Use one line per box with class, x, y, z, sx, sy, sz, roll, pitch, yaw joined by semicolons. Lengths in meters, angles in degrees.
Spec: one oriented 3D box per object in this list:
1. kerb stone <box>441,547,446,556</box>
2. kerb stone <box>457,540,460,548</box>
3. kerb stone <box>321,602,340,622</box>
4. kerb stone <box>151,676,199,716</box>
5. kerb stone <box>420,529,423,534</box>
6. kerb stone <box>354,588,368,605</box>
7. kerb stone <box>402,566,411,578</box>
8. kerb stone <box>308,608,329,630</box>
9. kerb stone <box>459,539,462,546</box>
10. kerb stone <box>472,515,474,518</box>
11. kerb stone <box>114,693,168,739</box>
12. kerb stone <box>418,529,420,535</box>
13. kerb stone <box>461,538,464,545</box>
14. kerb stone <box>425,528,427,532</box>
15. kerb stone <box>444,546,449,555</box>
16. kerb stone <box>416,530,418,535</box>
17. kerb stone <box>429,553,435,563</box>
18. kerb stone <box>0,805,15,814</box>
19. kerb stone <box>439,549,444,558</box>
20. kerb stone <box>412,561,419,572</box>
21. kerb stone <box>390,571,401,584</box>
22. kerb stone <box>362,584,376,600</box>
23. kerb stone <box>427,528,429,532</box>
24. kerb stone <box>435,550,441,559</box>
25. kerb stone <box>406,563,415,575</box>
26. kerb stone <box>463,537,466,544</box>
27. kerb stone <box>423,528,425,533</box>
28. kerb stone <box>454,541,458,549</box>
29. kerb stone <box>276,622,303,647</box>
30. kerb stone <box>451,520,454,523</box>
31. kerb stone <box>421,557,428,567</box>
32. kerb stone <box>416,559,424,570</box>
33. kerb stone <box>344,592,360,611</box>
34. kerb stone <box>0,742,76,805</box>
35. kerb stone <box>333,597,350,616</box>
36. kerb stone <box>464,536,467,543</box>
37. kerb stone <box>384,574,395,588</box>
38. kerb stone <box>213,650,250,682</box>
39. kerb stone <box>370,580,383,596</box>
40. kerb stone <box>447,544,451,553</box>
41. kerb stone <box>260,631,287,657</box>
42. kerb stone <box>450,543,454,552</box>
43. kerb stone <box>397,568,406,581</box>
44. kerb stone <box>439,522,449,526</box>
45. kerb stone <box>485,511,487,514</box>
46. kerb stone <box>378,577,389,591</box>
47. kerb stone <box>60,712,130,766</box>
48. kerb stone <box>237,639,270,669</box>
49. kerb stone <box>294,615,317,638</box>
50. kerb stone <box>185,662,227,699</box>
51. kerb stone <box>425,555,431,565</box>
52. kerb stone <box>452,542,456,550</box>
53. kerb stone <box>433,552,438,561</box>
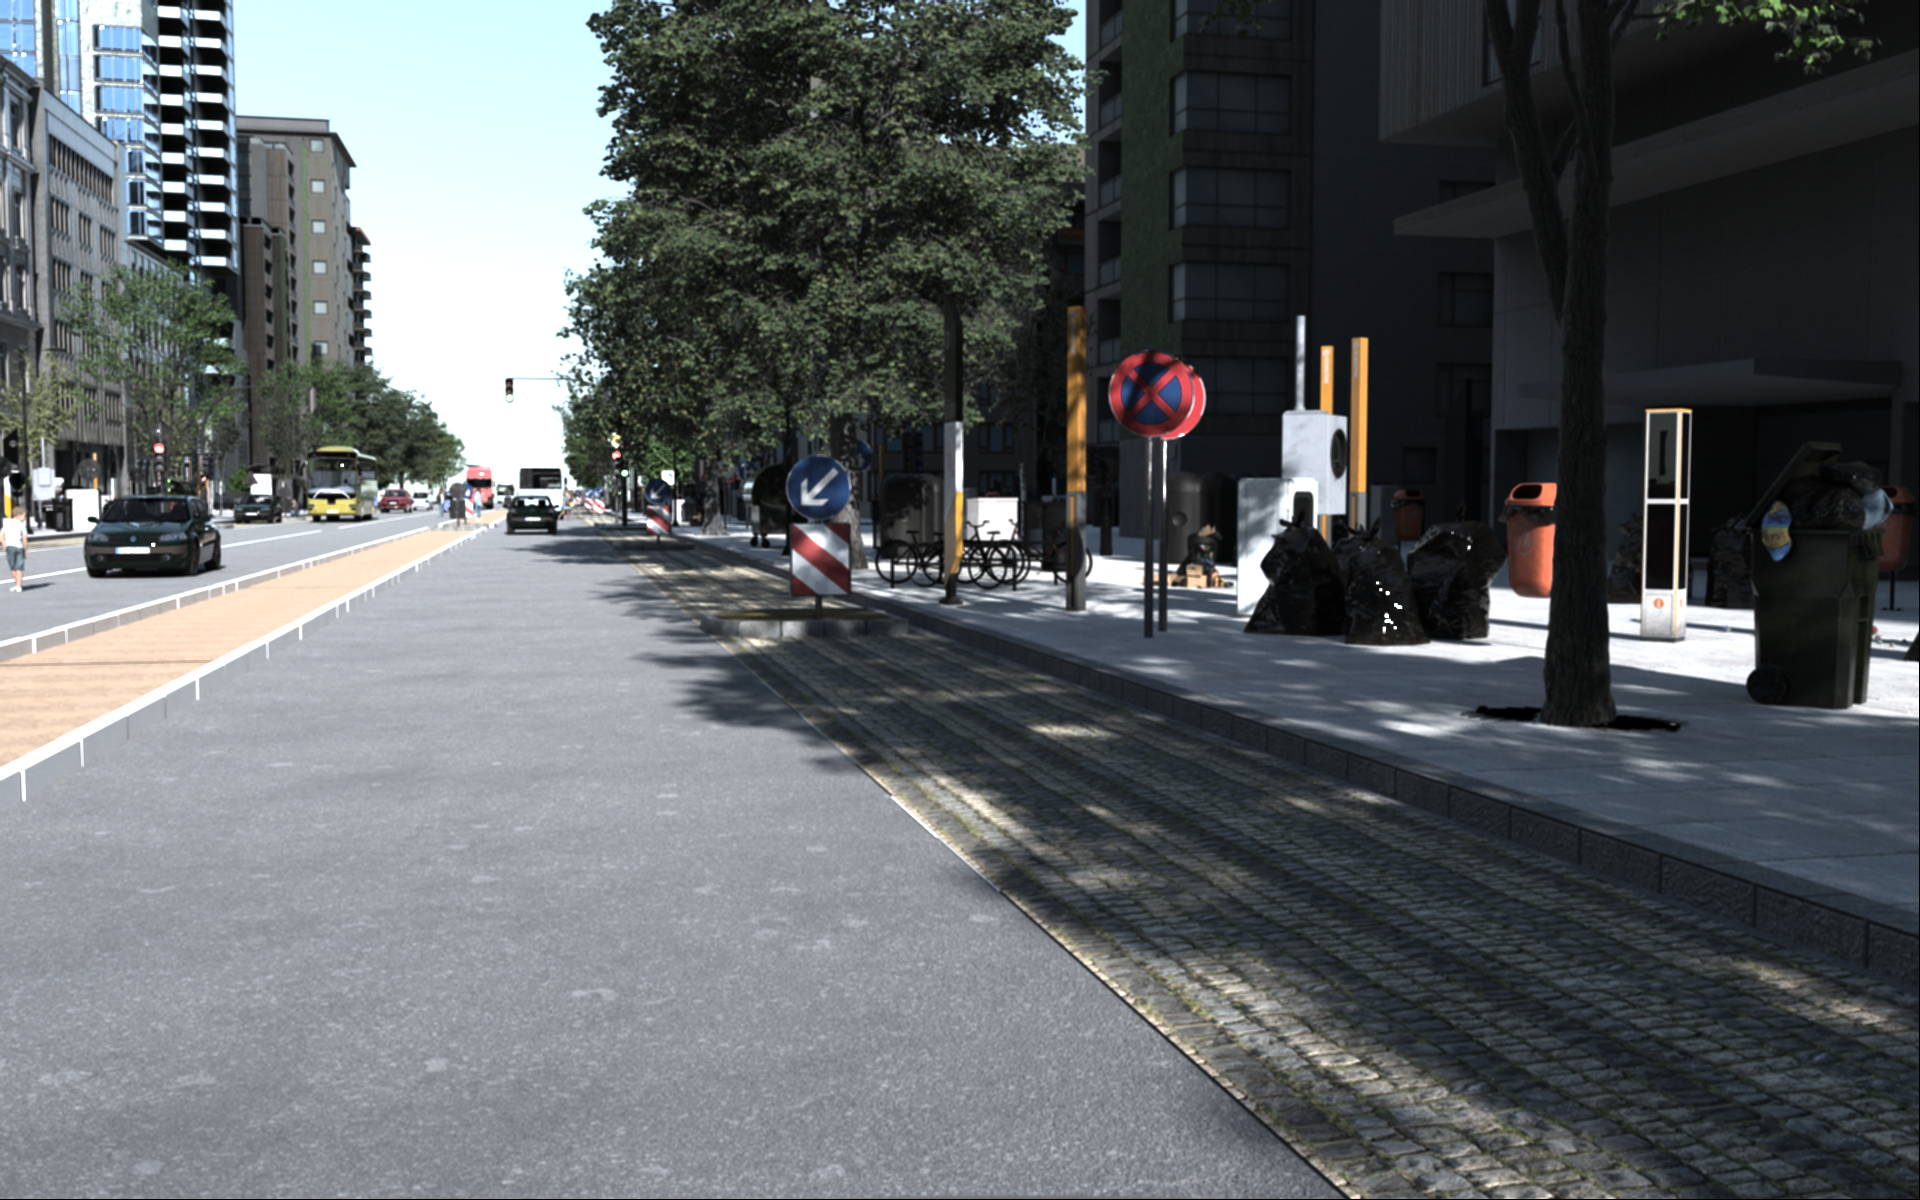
kerb stone;-11.858;-1.053;39.481;0.120;0.150;1.000;-1;4;-13
kerb stone;-13.279;-1.423;45.456;0.120;0.150;1.000;-1;4;-13
kerb stone;-7.148;0.163;19.531;0.120;0.150;1.000;-1;4;-13
kerb stone;-5.257;0.653;11.555;0.120;0.150;1.000;-1;4;-13
kerb stone;-19.089;-2.368;60.906;0.120;0.150;1.000;-1;4;-13
kerb stone;-7.847;-0.020;22.517;0.120;0.150;1.000;-1;4;-13
kerb stone;-9.499;-0.443;29.496;0.120;0.150;1.000;-1;4;-13
kerb stone;-6.908;0.224;18.537;0.120;0.150;1.000;-1;4;-13
kerb stone;-13.513;-1.484;46.454;0.120;0.150;1.000;-1;4;-13
kerb stone;-28.652;-4.835;101.335;0.120;0.150;1.000;-1;4;-13
kerb stone;-5.019;0.716;10.558;0.120;0.150;1.000;-1;4;-13
kerb stone;-18.854;-2.306;59.911;0.120;0.150;1.000;-1;4;-13
kerb stone;-13.753;-1.543;47.448;0.120;0.150;1.000;-1;4;-13
kerb stone;-19.556;-2.490;62.907;0.120;0.150;1.000;-1;4;-13
kerb stone;-12.095;-1.112;40.481;0.120;0.150;1.000;-1;4;-13
kerb stone;-18.618;-2.245;58.904;0.120;0.150;1.000;-1;4;-13
kerb stone;-10.914;-0.809;35.493;0.120;0.150;1.000;-1;4;-13
kerb stone;-4.316;0.895;7.566;0.120;0.150;1.000;-1;4;-13
kerb stone;-11.623;-0.996;38.477;0.120;0.150;1.000;-1;4;-13
kerb stone;-9.981;-0.567;31.488;0.120;0.150;1.000;-1;4;-13
kerb stone;-9.025;-0.324;27.497;0.120;0.150;1.000;-1;4;-13
kerb stone;-8.082;-0.081;23.514;0.120;0.150;1.000;-1;4;-13
kerb stone;-19.800;-2.546;63.900;0.120;0.150;1.000;-1;4;-13
kerb stone;-11.387;-0.935;37.483;0.120;0.150;1.000;-1;4;-13
kerb stone;-9.739;-0.508;30.493;0.120;0.150;1.000;-1;4;-13
kerb stone;-13.981;-1.603;48.444;0.120;0.150;1.000;-1;4;-13
kerb stone;-19.325;-2.426;61.901;0.120;0.150;1.000;-1;4;-13
kerb stone;-13.047;-1.362;44.459;0.120;0.150;1.000;-1;4;-13
kerb stone;-6.437;0.351;16.540;0.120;0.150;1.000;-1;4;-13
kerb stone;-23.696;-3.556;80.388;0.120;0.150;1.000;-1;4;-13
kerb stone;-10.444;-0.691;33.493;0.120;0.150;1.000;-1;4;-13
kerb stone;-10.211;-0.630;32.496;0.120;0.150;1.000;-1;4;-13
kerb stone;-7.611;0.041;21.523;0.120;0.150;1.000;-1;4;-13
kerb stone;-4.547;0.838;8.569;0.120;0.150;1.000;-1;4;-13
kerb stone;-7.382;0.102;20.527;0.120;0.150;1.000;-1;4;-13
kerb stone;-14.219;-1.666;49.439;0.120;0.150;1.000;-1;4;-13
kerb stone;-8.791;-0.263;26.502;0.120;0.150;1.000;-1;4;-13
kerb stone;-5.724;0.529;13.545;0.120;0.150;1.000;-1;4;-13
kerb stone;-8.315;-0.142;24.512;0.120;0.150;1.000;-1;4;-13
kerb stone;-12.334;-1.179;41.476;0.120;0.150;1.000;-1;4;-13
kerb stone;-6.199;0.412;15.546;0.120;0.150;1.000;-1;4;-13
kerb stone;-12.573;-1.240;42.470;0.120;0.150;1.000;-1;4;-13
kerb stone;-9.262;-0.386;28.501;0.120;0.150;1.000;-1;4;-13
kerb stone;-22.759;-3.315;76.402;0.120;0.150;1.000;-1;4;-13
kerb stone;-33.381;-6.061;121.306;0.120;0.150;1.000;-1;4;-13
kerb stone;-8.555;-0.200;25.507;0.120;0.150;1.000;-1;4;-13
kerb stone;-4.781;0.773;9.564;0.120;0.150;1.000;-1;4;-13
kerb stone;-5.962;0.468;14.539;0.120;0.150;1.000;-1;4;-13
kerb stone;-6.666;0.287;17.537;0.120;0.150;1.000;-1;4;-13
kerb stone;-5.487;0.590;12.551;0.120;0.150;1.000;-1;4;-13
kerb stone;-10.679;-0.746;34.489;0.120;0.150;1.000;-1;4;-13
kerb stone;-12.803;-1.301;43.467;0.120;0.150;1.000;-1;4;-13
kerb stone;-11.151;-0.874;36.487;0.120;0.150;1.000;-1;4;-13
